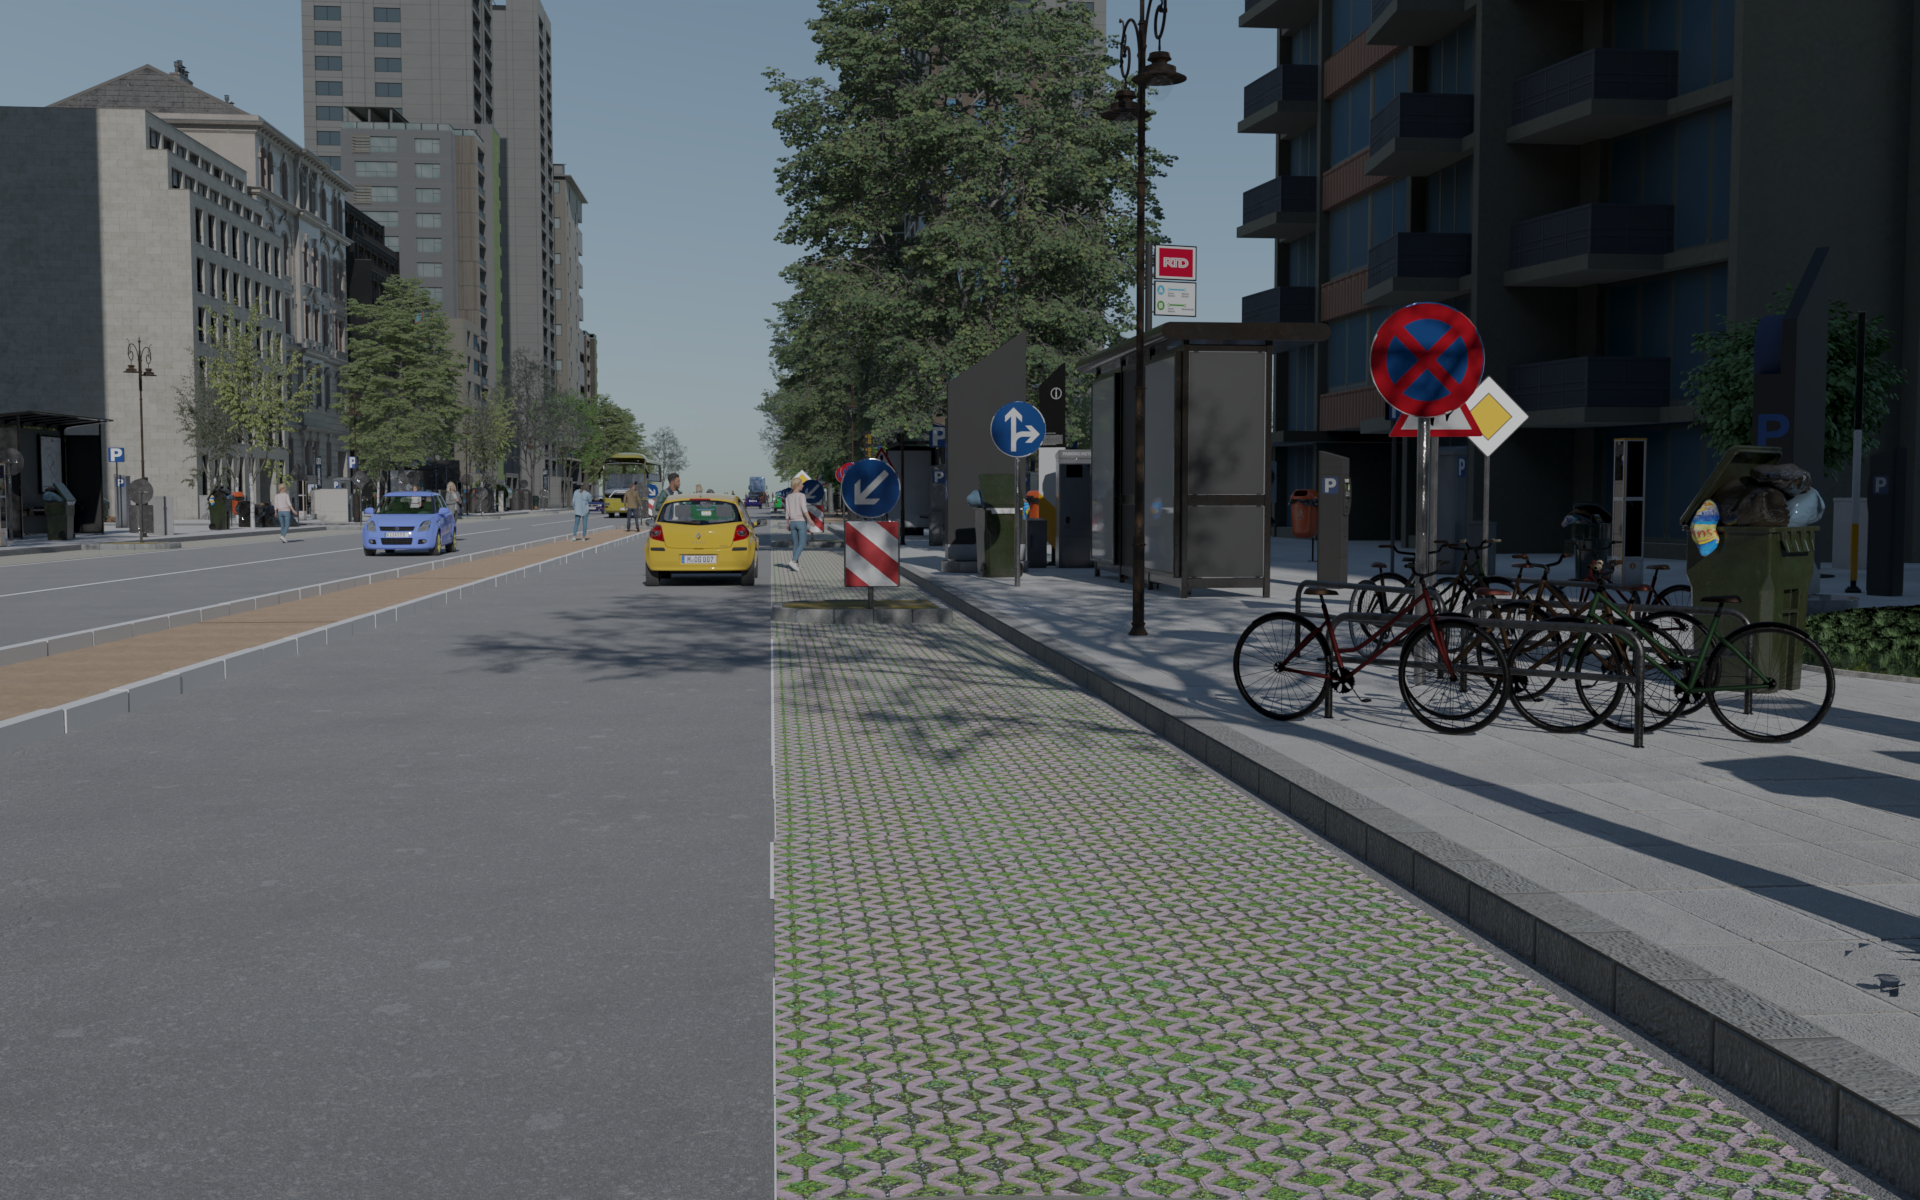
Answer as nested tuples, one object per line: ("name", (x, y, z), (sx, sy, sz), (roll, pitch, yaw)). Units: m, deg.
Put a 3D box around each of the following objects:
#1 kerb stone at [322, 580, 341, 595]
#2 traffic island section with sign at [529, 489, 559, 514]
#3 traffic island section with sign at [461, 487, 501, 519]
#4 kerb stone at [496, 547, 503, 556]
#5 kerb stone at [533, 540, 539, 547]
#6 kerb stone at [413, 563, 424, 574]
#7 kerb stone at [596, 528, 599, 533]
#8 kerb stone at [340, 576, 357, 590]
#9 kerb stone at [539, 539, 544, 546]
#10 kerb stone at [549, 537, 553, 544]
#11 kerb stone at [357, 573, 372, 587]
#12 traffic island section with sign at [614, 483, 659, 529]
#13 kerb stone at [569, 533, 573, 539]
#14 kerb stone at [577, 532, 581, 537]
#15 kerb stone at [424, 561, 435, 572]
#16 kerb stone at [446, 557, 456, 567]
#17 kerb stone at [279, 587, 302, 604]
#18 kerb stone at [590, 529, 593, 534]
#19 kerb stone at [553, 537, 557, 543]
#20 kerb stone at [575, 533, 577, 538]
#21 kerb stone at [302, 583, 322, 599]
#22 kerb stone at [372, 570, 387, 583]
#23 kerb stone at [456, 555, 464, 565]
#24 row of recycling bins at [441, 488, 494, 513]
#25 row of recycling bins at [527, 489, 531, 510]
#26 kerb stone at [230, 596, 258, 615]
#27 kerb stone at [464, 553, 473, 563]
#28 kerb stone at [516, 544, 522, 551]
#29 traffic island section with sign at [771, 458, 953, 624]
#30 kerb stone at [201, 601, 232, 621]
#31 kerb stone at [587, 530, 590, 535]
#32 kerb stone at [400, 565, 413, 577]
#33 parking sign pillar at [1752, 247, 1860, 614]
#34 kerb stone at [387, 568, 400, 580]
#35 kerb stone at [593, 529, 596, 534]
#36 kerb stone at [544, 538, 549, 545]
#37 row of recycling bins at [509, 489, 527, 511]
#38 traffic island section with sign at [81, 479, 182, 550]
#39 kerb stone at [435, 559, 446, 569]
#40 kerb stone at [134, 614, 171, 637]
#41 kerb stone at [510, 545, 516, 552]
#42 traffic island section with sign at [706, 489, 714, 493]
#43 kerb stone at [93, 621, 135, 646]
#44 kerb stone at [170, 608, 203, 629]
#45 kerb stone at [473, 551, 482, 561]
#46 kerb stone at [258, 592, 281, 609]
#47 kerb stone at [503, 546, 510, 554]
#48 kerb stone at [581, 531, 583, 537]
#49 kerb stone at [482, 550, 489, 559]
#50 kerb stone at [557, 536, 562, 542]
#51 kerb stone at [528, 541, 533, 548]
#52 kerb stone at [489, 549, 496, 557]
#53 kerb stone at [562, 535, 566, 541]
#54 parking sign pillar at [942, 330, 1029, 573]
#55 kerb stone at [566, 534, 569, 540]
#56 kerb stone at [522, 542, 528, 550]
("kerb stone", (-9.115, -0.163, 24.862), (0.120, 0.150, 1.000), (0, 4, -6))
("traffic island section with sign", (-30.338, -7.199, 126.325), (1.989, 1.847, 2.006), (0, 4, -6))
("traffic island section with sign", (-27.326, -5.519, 98.864), (1.989, 1.847, 2.006), (0, 4, -6))
("kerb stone", (-10.796, -1.099, 40.172), (0.120, 0.150, 1.000), (0, 4, -6))
("kerb stone", (-11.459, -1.475, 46.318), (0.120, 0.150, 1.000), (0, 4, -6))
("kerb stone", (-9.791, -0.537, 30.983), (0.120, 0.150, 1.000), (0, 4, -6))
("kerb stone", (-13.248, -2.473, 62.631), (0.120, 0.150, 1.000), (0, 4, -6))
("kerb stone", (-9.232, -0.225, 25.880), (0.120, 0.150, 1.000), (0, 4, -6))
("kerb stone", (-11.572, -1.538, 47.334), (0.120, 0.150, 1.000), (0, 4, -6))
("kerb stone", (-11.800, -1.662, 49.365), (0.120, 0.150, 1.000), (0, 4, -6))
("kerb stone", (-9.347, -0.285, 26.896), (0.120, 0.150, 1.000), (0, 4, -6))
("traffic island section with sign", (-13.145, -3.854, 71.145), (2.006, 1.907, 1.989), (0, 4, -6))
("kerb stone", (-12.346, -1.970, 54.448), (0.120, 0.150, 1.000), (0, 4, -6))
("kerb stone", (-12.579, -2.098, 56.500), (0.120, 0.150, 1.000), (0, 4, -6))
("kerb stone", (-9.906, -0.600, 32.002), (0.120, 0.150, 1.000), (0, 4, -6))
("kerb stone", (-10.119, -0.723, 34.058), (0.120, 0.150, 1.000), (0, 4, -6))
("kerb stone", (-8.904, -0.039, 22.825), (0.120, 0.150, 1.000), (0, 4, -6))
("kerb stone", (-13.028, -2.348, 60.586), (0.120, 0.150, 1.000), (0, 4, -6))
("kerb stone", (-11.917, -1.724, 50.381), (0.120, 0.150, 1.000), (0, 4, -6))
("kerb stone", (-12.469, -2.031, 55.483), (0.120, 0.150, 1.000), (0, 4, -6))
("kerb stone", (-9.010, -0.101, 23.842), (0.120, 0.150, 1.000), (0, 4, -6))
("kerb stone", (-9.449, -0.350, 27.914), (0.120, 0.150, 1.000), (0, 4, -6))
("kerb stone", (-10.240, -0.788, 35.074), (0.120, 0.150, 1.000), (0, 4, -6))
("row of recycling bins", (-32.884, -6.639, 115.658), (3.534, 1.692, 1.069), (-3, 4, -38))
("row of recycling bins", (-35.831, -8.059, 138.870), (1.069, 1.692, 3.534), (2, 4, 29))
("kerb stone", (-8.675, 0.086, 20.793), (0.120, 0.150, 1.000), (0, 4, -6))
("kerb stone", (-10.349, -0.850, 36.090), (0.120, 0.150, 1.000), (0, 4, -6))
("kerb stone", (-11.124, -1.286, 43.238), (0.120, 0.150, 1.000), (0, 4, -6))
("traffic island section with sign", (-1.174, -0.693, 19.952), (1.989, 1.847, 2.006), (0, 4, -6))
("kerb stone", (-8.561, 0.152, 19.772), (0.120, 0.150, 1.000), (0, 4, -6))
("kerb stone", (-12.918, -2.285, 59.561), (0.120, 0.150, 1.000), (0, 4, -6))
("kerb stone", (-9.674, -0.475, 29.966), (0.120, 0.150, 1.000), (0, 4, -6))
("parking sign pillar", (8.899, -1.842, 18.588), (1.447, 3.967, 1.447), (3, 5, 39))
("kerb stone", (-9.569, -0.410, 28.940), (0.120, 0.150, 1.000), (0, 4, -6))
("kerb stone", (-13.144, -2.411, 61.613), (0.120, 0.150, 1.000), (0, 4, -6))
("kerb stone", (-11.683, -1.599, 48.350), (0.120, 0.150, 1.000), (0, 4, -6))
("row of recycling bins", (-35.879, -7.853, 135.512), (3.534, 1.692, 1.069), (1, 4, 20))
("traffic island section with sign", (-21.441, -2.225, 45.001), (1.989, 1.847, 2.006), (0, 4, -6))
("kerb stone", (-10.010, -0.663, 33.036), (0.120, 0.150, 1.000), (0, 4, -6))
("kerb stone", (-8.339, 0.274, 17.722), (0.120, 0.150, 1.000), (0, 4, -6))
("kerb stone", (-11.022, -1.225, 42.218), (0.120, 0.150, 1.000), (0, 4, -6))
("traffic island section with sign", (-22.121, -8.873, 153.203), (2.006, 1.907, 1.989), (0, 4, -6))
("kerb stone", (-8.226, 0.336, 16.705), (0.120, 0.150, 1.000), (0, 4, -6))
("kerb stone", (-8.451, 0.213, 18.748), (0.120, 0.150, 1.000), (0, 4, -6))
("kerb stone", (-10.451, -0.911, 37.112), (0.120, 0.150, 1.000), (0, 4, -6))
("kerb stone", (-8.784, 0.024, 21.809), (0.120, 0.150, 1.000), (0, 4, -6))
("kerb stone", (-10.908, -1.159, 41.202), (0.120, 0.150, 1.000), (0, 4, -6))
("kerb stone", (-12.690, -2.160, 57.519), (0.120, 0.150, 1.000), (0, 4, -6))
("kerb stone", (-10.568, -0.974, 38.133), (0.120, 0.150, 1.000), (0, 4, -6))
("kerb stone", (-12.019, -1.786, 51.398), (0.120, 0.150, 1.000), (0, 4, -6))
("kerb stone", (-11.349, -1.412, 45.285), (0.120, 0.150, 1.000), (0, 4, -6))
("kerb stone", (-10.686, -1.037, 39.156), (0.120, 0.150, 1.000), (0, 4, -6))
("kerb stone", (-12.135, -1.848, 52.414), (0.120, 0.150, 1.000), (0, 4, -6))
("parking sign pillar", (0.416, -2.452, 28.555), (1.447, 3.967, 1.447), (0, 4, -7))
("kerb stone", (-12.246, -1.910, 53.431), (0.120, 0.150, 1.000), (0, 4, -6))
("kerb stone", (-11.241, -1.343, 44.254), (0.120, 0.150, 1.000), (0, 4, -6))
